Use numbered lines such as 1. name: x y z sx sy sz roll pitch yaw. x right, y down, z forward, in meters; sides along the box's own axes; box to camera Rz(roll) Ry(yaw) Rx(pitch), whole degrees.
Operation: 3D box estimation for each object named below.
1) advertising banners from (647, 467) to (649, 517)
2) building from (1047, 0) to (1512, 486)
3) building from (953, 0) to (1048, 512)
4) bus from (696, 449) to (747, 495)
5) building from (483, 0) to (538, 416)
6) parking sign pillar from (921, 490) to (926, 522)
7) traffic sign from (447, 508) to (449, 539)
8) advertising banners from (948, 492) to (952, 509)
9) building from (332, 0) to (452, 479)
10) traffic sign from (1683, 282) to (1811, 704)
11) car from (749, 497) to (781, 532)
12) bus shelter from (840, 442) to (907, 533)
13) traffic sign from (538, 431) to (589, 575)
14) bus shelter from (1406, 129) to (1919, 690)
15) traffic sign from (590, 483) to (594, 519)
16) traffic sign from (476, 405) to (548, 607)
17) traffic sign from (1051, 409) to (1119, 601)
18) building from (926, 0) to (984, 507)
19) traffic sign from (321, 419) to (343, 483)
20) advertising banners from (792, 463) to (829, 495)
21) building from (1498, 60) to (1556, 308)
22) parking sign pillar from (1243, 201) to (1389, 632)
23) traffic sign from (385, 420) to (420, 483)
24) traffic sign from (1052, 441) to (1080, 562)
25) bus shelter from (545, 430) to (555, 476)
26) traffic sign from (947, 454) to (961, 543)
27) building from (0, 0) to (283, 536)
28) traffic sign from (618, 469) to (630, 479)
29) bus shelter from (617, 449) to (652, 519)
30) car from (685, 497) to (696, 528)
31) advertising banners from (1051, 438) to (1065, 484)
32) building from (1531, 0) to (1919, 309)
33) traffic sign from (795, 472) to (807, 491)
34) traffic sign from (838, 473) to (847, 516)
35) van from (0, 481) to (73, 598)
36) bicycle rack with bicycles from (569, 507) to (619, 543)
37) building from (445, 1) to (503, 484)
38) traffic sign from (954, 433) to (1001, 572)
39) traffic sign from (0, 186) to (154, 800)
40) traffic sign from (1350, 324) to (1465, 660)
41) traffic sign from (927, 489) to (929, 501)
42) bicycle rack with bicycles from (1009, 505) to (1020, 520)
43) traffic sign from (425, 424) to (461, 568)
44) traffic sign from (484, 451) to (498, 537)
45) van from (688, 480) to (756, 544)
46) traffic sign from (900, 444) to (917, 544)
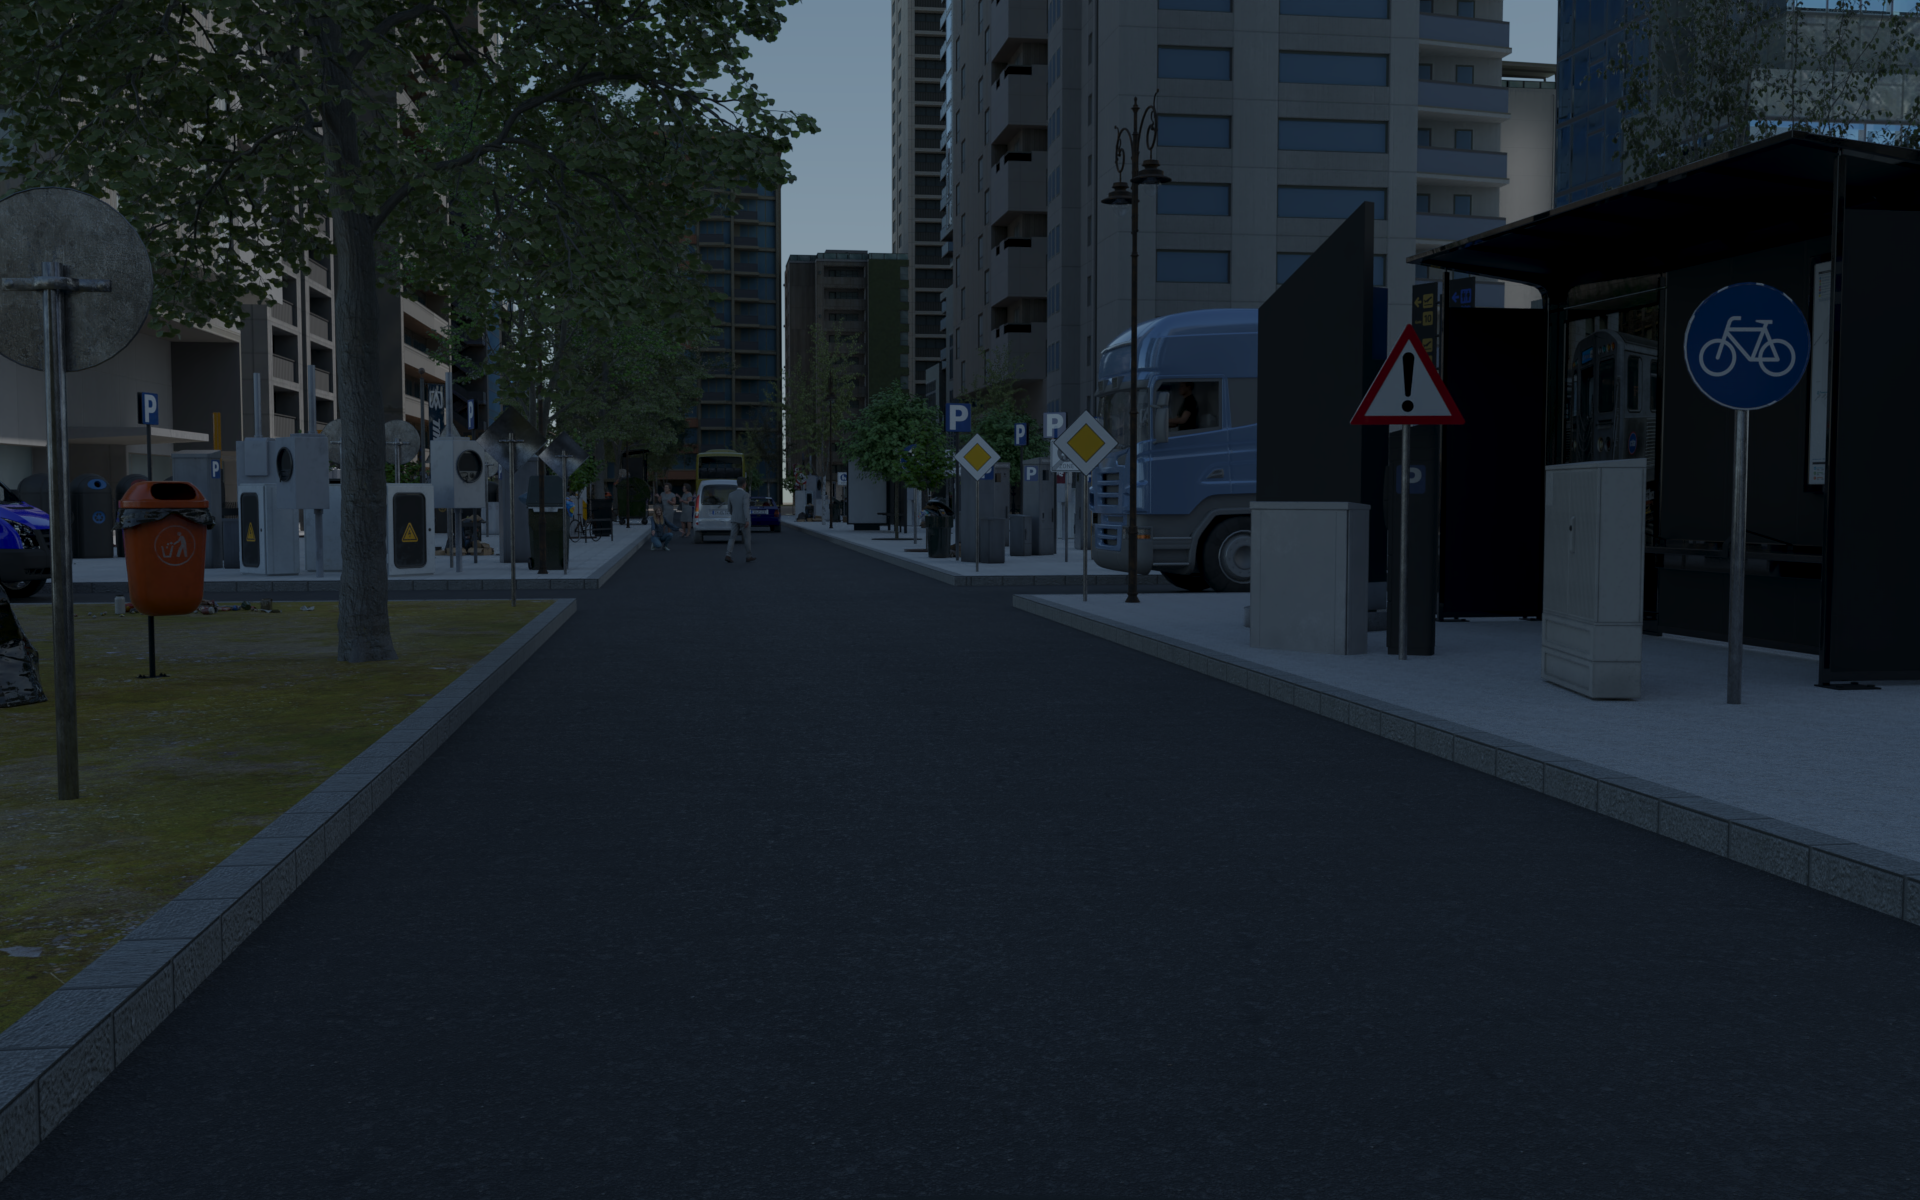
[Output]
1. advertising banners: -17.835 -6.283 98.909 0.090 3.025 2.074 -1 4 -11
2. building: 15.292 -33.616 91.622 21.231 58.520 28.212 -1 4 -9
3. building: 14.666 -32.596 122.181 28.713 52.752 27.495 -1 4 -9
4. bus: -13.057 -6.312 94.748 2.896 3.916 12.252 0 4 -8
5. building: -65.475 -54.386 201.881 31.000 86.520 22.319 -1 4 -9
6. parking sign pillar: -1.975 -5.119 72.164 1.447 3.967 1.447 -3 4 -38
7. traffic sign: -13.897 -2.870 47.027 0.768 2.556 0.104 0 4 -1
8. advertising banners: 0.185 -6.362 100.211 2.074 3.025 0.090 2 4 29
9. building: -44.553 -29.650 108.473 21.300 48.544 21.600 -1 4 -9
10. traffic sign: 4.737 -0.637 10.522 0.768 2.556 0.104 0 4 -1
11. car: -7.762 -3.261 65.903 1.945 1.354 3.894 -1 4 -10
12. bus shelter: -2.844 -3.956 58.610 2.014 3.302 5.546 -1 4 -9
13. traffic sign: -6.290 -1.462 27.552 0.795 2.450 0.064 -1 4 -9
14. bus shelter: 5.748 -1.415 14.414 1.731 3.624 6.357 -1 4 -9
15. traffic sign: -15.712 -4.378 73.708 0.606 2.300 0.079 0 4 -6
16. traffic sign: -5.078 -0.980 19.659 0.795 2.450 0.064 -1 4 -9
17. traffic sign: 1.493 -1.040 20.644 0.795 2.450 0.064 -1 4 -9
18. building: 6.626 -51.268 150.902 22.319 86.520 31.000 -1 4 -9
19. traffic sign: -10.409 -1.781 29.228 0.768 2.556 0.104 0 4 -3
20. advertising banners: -8.483 -6.230 98.048 2.074 3.025 0.090 0 4 2
21. building: 49.204 -29.554 166.796 14.086 41.232 14.154 -1 4 -9
22. parking sign pillar: 3.477 -1.723 16.649 1.447 3.967 1.447 -3 4 -38
23. traffic sign: -9.646 -1.811 29.720 0.768 2.556 0.104 0 4 -3
24. traffic sign: 2.004 -1.862 32.578 0.606 2.300 0.079 0 4 0
25. bus shelter: -16.252 -4.557 65.788 1.731 3.624 6.357 -1 4 -9
26. traffic sign: -0.087 -2.331 40.241 0.606 2.300 0.079 0 4 -6
27. building: -37.993 -28.410 53.742 28.713 52.752 27.495 -1 4 -9
28. traffic sign: -16.999 -5.331 87.273 0.768 2.556 0.104 0 4 -6
29. bus shelter: -17.006 -6.097 90.975 1.731 3.624 6.357 -1 4 -9
30. car: -10.979 -3.785 74.468 1.945 1.354 3.894 -1 4 -10
31. advertising banners: 3.297 -3.016 45.501 2.074 3.025 0.090 -1 4 -18
32. building: 34.657 -45.474 56.167 31.000 86.520 22.319 -1 4 -9
33. traffic sign: -8.760 -5.855 95.827 0.768 2.556 0.104 -1 4 -8
34. traffic sign: -5.468 -4.868 81.727 0.606 2.300 0.079 0 4 -2
35. van: -14.726 -1.139 23.012 5.245 2.365 2.240 0 4 -7
36. bicycle rack with bicycles: -10.670 -2.014 46.315 2.852 0.926 2.925 1 4 12
37. building: -48.394 -30.694 151.955 14.200 45.320 14.600 -1 4 -9
38. traffic sign: 0.281 -1.523 28.537 0.795 2.450 0.064 -1 4 -9
39. traffic sign: -3.753 -0.435 7.213 0.768 2.556 0.104 0 4 -8
40. traffic sign: 3.427 -0.815 13.334 0.884 2.594 0.081 0 4 -1
41. traffic sign: -1.159 -3.680 62.291 0.606 2.300 0.079 0 4 -3
42. bicycle rack with bicycles: 3.663 -4.033 79.319 2.925 0.926 2.852 0 4 0
43. traffic sign: -8.842 -1.838 30.060 0.884 2.594 0.081 0 4 1
44. traffic sign: -14.115 -3.153 51.651 0.768 2.556 0.104 0 4 1
45. van: -7.082 -2.725 51.557 2.013 2.044 4.112 0 4 -7
46. traffic sign: -1.148 -2.709 44.405 0.768 2.556 0.104 0 4 -1
